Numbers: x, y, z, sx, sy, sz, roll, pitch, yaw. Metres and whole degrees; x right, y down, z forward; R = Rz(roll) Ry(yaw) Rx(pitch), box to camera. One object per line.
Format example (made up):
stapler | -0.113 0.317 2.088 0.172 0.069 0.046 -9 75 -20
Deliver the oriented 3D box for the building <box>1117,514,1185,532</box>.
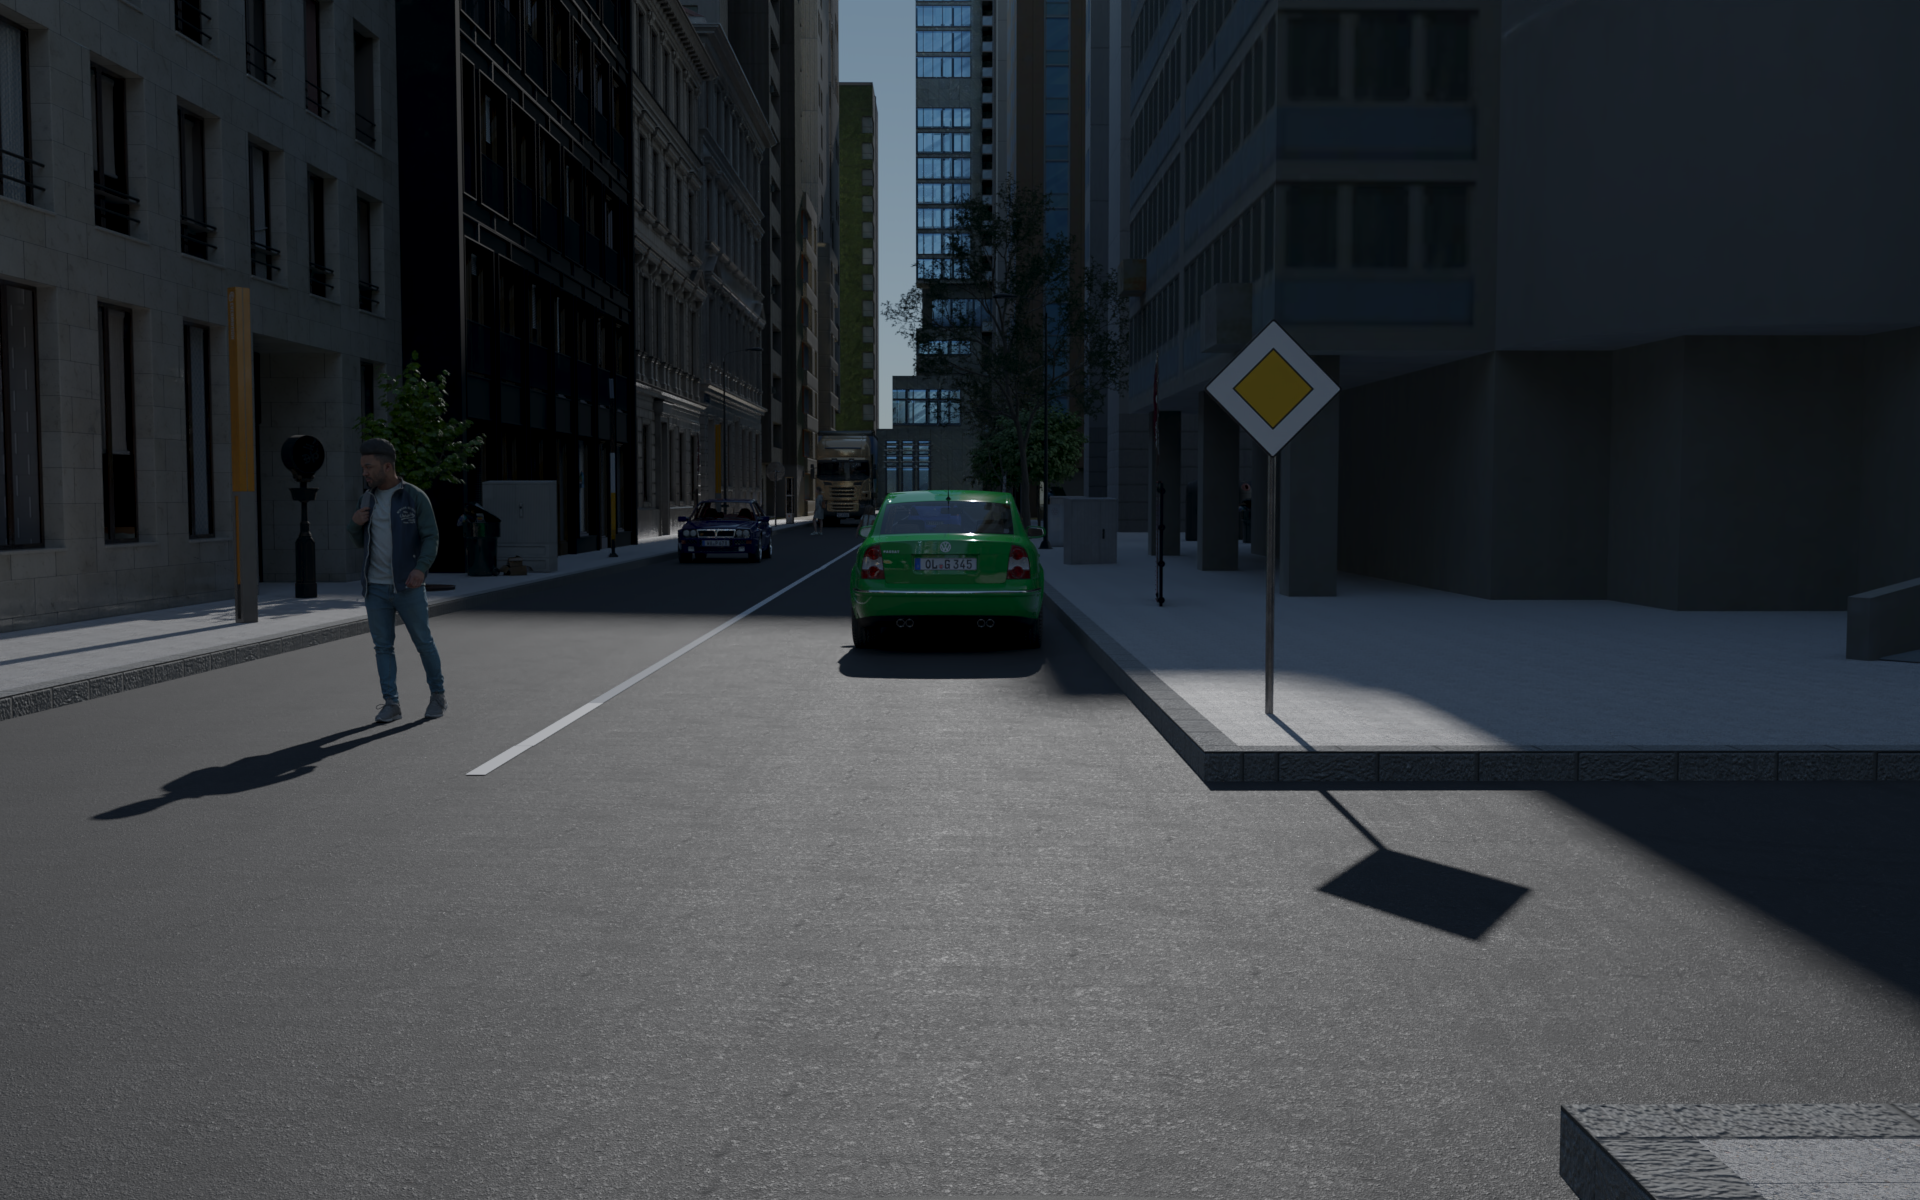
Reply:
building | 15.666 -32.309 70.246 21.231 58.520 28.212 0 4 0

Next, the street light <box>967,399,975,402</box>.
street light | 1.030 -6.888 85.162 1.470 5.913 1.316 0 4 0

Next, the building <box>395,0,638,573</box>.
building | -14.219 -12.566 35.126 12.332 23.373 15.834 0 4 0

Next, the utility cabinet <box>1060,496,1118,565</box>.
utility cabinet | 2.399 -1.261 31.779 1.020 1.237 0.306 -2 4 -31

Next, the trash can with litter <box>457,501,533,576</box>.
trash can with litter | -7.299 -0.967 27.202 1.055 1.170 0.624 -3 4 -36

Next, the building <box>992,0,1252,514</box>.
building | 13.222 -36.890 145.149 21.231 58.520 28.212 0 4 0

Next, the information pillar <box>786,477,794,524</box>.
information pillar | -7.329 -4.291 74.652 0.304 2.012 0.304 1 4 9

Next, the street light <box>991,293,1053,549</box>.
street light | 1.455 -4.140 40.233 1.470 5.913 1.316 0 4 0

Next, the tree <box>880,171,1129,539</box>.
tree | 1.937 -7.038 49.491 8.767 10.594 7.601 0 4 -3

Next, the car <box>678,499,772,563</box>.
car | -5.042 -1.518 37.403 1.945 1.354 3.894 0 4 -1

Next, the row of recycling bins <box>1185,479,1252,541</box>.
row of recycling bins | 7.463 -2.525 48.398 1.069 1.692 3.534 3 5 43

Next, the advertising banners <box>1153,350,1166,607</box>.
advertising banners | 2.365 -1.492 20.588 0.090 3.025 2.074 0 4 5

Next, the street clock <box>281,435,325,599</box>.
street clock | -8.071 -1.025 21.324 0.358 2.002 0.471 2 4 34

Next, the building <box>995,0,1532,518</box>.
building | 18.576 -26.086 118.393 32.217 40.220 23.993 0 4 0

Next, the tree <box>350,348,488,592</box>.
tree | -7.160 -1.745 23.137 1.663 3.219 1.824 0 3 0

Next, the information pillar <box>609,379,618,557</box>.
information pillar | -7.048 -2.677 35.117 0.183 3.616 0.504 -1 4 -13

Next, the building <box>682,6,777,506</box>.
building | -14.474 -14.477 72.858 11.583 22.565 21.152 0 4 0

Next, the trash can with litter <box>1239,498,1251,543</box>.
trash can with litter | 7.676 -2.074 45.301 0.624 1.170 1.055 2 4 33

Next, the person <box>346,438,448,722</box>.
person | -3.585 -0.131 10.982 0.623 1.781 0.721 0 4 1

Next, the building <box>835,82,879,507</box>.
building | -15.346 -30.093 175.617 14.086 41.232 14.154 0 4 0

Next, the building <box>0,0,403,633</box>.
building | -14.052 -10.040 18.904 10.420 20.320 16.860 0 4 0

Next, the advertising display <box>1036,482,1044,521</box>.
advertising display | 3.918 -4.751 82.893 0.123 1.923 0.974 2 4 28

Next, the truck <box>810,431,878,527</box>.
truck | -5.121 -5.514 79.065 2.839 4.237 11.283 0 4 -1

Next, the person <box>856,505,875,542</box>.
person | -1.856 -1.274 34.348 0.505 1.210 0.382 1 4 21

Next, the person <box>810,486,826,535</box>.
person | -4.973 -3.151 61.028 0.522 1.701 0.512 1 4 8

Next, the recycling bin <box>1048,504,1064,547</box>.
recycling bin | 2.542 -1.818 42.280 0.722 1.027 0.722 1 4 11

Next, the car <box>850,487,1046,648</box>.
car | -0.092 -0.531 17.475 1.959 1.807 4.718 0 4 1

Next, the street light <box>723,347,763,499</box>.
street light | -6.933 -5.043 55.000 1.470 5.913 1.316 0 4 0

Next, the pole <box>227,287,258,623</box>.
pole | -7.124 -1.428 17.199 0.158 3.312 0.155 0 3 0

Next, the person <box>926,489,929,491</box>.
person | -1.912 -5.909 105.908 0.742 1.727 0.445 -3 5 -45

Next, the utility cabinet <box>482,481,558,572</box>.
utility cabinet | -7.221 -1.206 28.403 1.173 1.500 0.318 1 4 12

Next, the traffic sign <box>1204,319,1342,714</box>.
traffic sign | 1.803 -0.392 10.056 0.795 2.450 0.064 0 4 0

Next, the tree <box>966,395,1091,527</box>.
tree | 2.645 -4.434 56.206 4.285 4.588 4.351 0 3 0

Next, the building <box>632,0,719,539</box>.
building | -13.825 -11.508 52.788 10.561 19.102 19.286 0 4 0

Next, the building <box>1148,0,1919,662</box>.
building | 15.254 -20.451 26.256 23.993 40.220 32.217 0 4 0

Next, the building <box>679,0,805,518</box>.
building | -15.928 -19.587 91.952 14.160 30.474 14.107 0 4 0

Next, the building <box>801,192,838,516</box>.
building | -22.726 -16.428 113.631 27.650 21.520 28.899 0 4 0

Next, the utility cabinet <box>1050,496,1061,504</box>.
utility cabinet | 3.202 -2.478 51.674 1.020 1.237 0.306 0 4 -3

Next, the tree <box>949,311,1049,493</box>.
tree | 1.700 -7.288 69.516 4.360 8.622 3.978 0 3 0

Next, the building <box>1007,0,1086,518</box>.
building | 9.837 -27.461 99.101 14.600 45.320 14.200 0 4 0

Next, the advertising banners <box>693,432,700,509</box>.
advertising banners | -7.569 -3.275 49.730 0.090 3.025 2.074 -1 4 -12

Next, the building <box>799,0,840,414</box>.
building | -23.834 -33.974 144.707 27.495 52.752 28.713 0 4 0

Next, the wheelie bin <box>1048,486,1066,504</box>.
wheelie bin | 3.999 -3.931 72.174 0.980 1.594 0.693 -2 4 -35

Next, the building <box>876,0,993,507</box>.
building | 7.155 -53.001 179.232 31.000 86.520 22.319 0 4 0

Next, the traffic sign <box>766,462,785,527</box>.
traffic sign | -7.234 -4.146 67.894 0.768 2.556 0.104 0 4 4

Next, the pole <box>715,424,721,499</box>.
pole | -7.094 -3.482 50.775 0.158 3.312 0.155 0 3 0
